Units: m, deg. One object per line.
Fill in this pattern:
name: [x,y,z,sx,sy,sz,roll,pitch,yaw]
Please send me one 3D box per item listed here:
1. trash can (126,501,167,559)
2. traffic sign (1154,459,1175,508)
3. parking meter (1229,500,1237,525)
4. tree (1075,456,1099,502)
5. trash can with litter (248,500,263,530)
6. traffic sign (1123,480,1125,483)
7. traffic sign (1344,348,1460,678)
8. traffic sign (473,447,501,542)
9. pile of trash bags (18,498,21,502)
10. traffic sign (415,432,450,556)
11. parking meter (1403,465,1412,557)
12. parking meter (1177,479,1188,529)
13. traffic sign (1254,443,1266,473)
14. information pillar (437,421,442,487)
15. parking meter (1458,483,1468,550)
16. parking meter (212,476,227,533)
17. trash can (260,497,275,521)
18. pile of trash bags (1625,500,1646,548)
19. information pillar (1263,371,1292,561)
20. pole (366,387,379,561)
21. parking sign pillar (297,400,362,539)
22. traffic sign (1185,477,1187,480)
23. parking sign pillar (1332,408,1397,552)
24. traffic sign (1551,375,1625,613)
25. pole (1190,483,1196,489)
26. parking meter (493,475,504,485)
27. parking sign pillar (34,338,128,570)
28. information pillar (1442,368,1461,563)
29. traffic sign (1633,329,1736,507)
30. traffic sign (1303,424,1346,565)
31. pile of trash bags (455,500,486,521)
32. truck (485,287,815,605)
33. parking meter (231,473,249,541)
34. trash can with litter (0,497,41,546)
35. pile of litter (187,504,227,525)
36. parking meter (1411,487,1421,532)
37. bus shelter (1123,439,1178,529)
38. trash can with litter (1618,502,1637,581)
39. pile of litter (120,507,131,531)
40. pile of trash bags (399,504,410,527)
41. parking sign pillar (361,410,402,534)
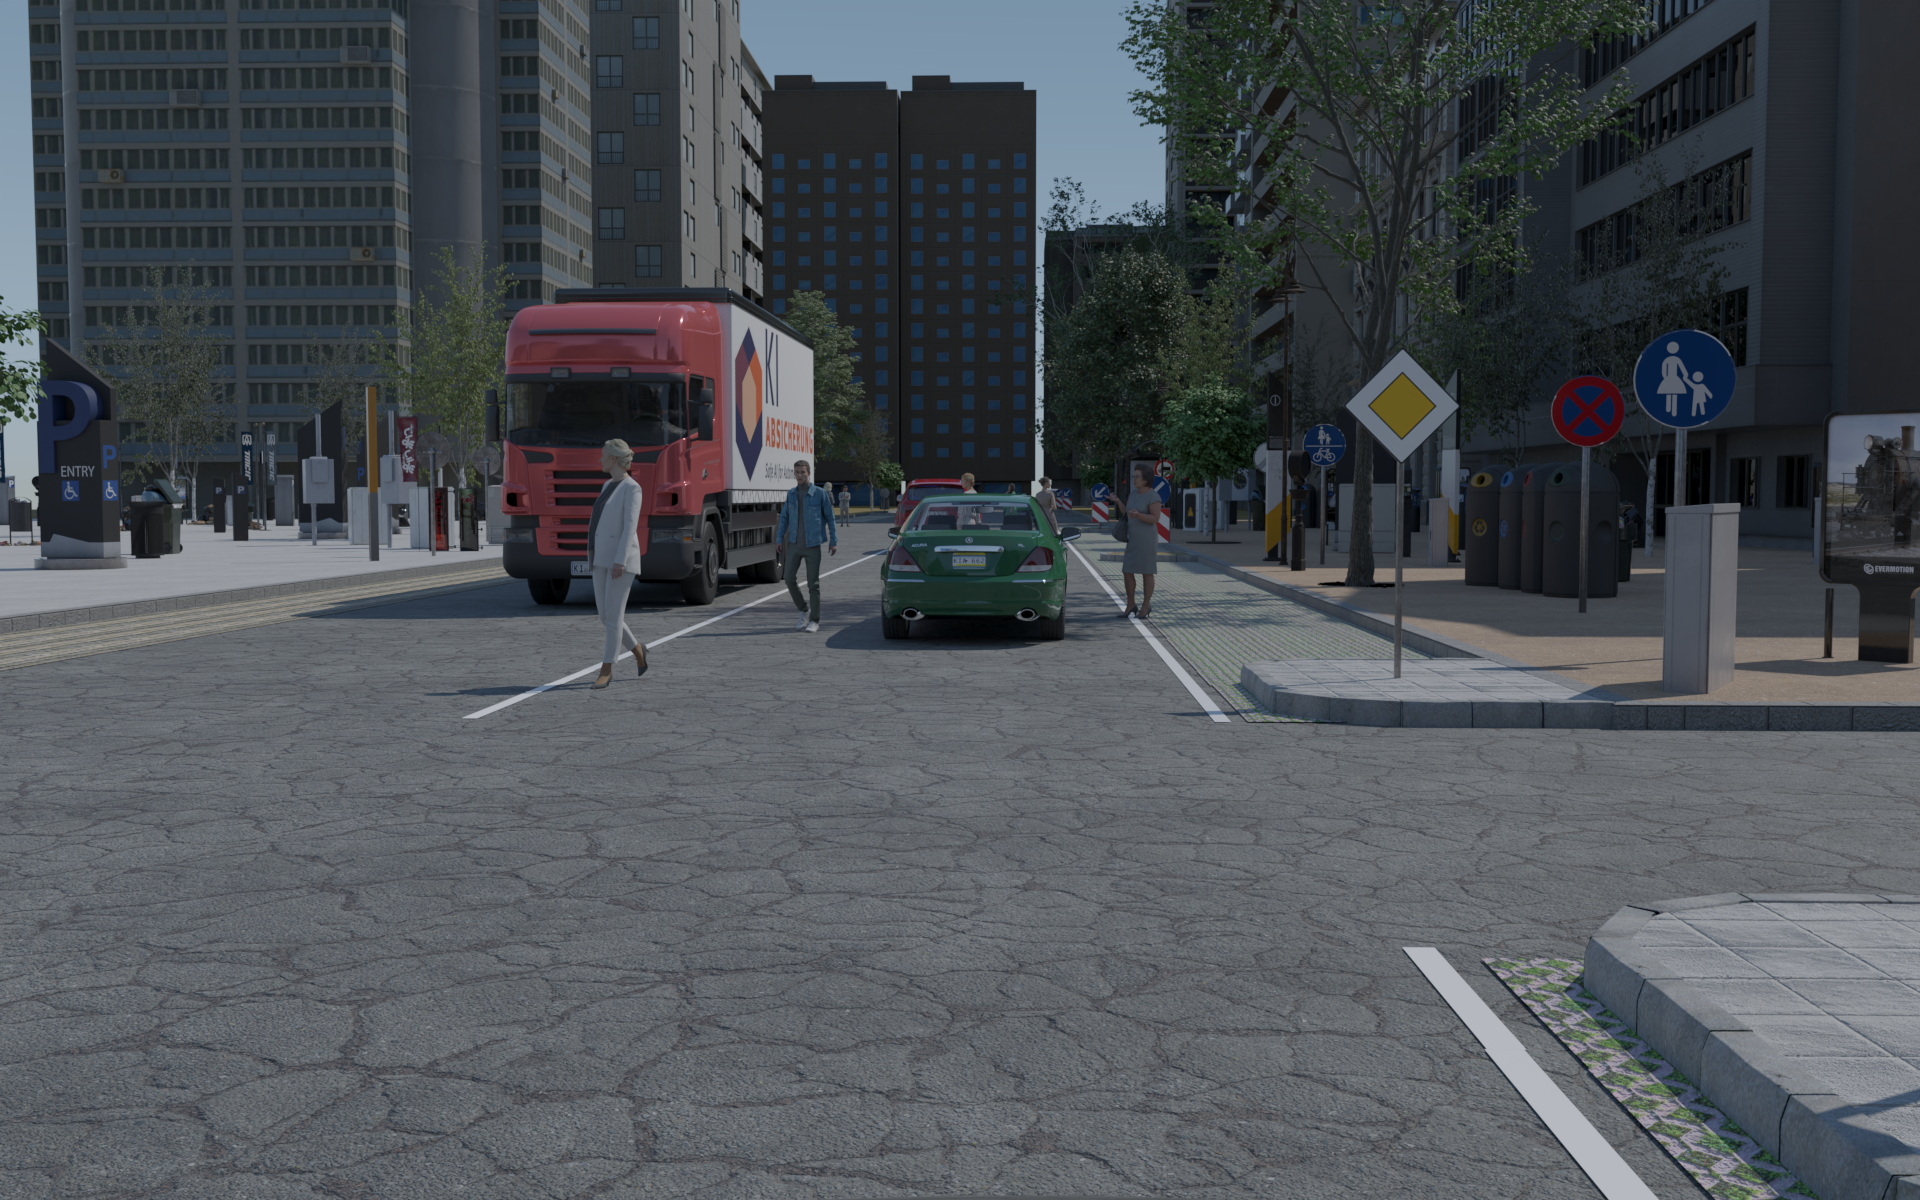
trash can: [-16.194,-1.398,34.505,0.748,1.137,0.748,0,3,0]
traffic sign: [7.414,-3.835,62.815,0.768,2.556,0.104,1,4,10]
parking meter: [11.429,-4.093,72.625,0.399,1.863,0.255,-1,4,-12]
tree: [10.691,-9.328,136.221,4.285,4.588,4.351,0,3,0]
trash can with litter: [-25.608,-3.129,62.546,1.055,1.170,0.624,2,4,28]
traffic sign: [8.592,-5.309,86.804,0.884,2.594,0.081,1,4,8]
traffic sign: [3.044,-0.511,12.004,0.795,2.450,0.064,0,4,2]
traffic sign: [-12.733,-2.844,46.611,0.768,2.556,0.104,1,4,9]
pile of trash bags: [-48.553,-4.753,87.462,1.912,1.369,3.447,0,4,-3]
traffic sign: [-10.894,-2.181,35.771,0.768,2.556,0.104,0,4,8]
parking meter: [9.028,-1.805,35.218,0.255,1.863,0.399,0,4,6]
parking meter: [8.147,-3.532,63.465,0.255,1.863,0.399,-2,4,-30]
traffic sign: [7.590,-2.595,42.541,0.768,2.556,0.104,1,4,11]
information pillar: [-16.708,-3.933,55.667,0.183,3.616,0.504,-1,4,-11]
parking meter: [11.608,-1.918,39.768,0.372,1.533,0.369,0,3,0]
parking meter: [-24.507,-3.159,57.353,0.399,1.863,0.255,-1,4,-18]
trash can: [-33.401,-4.400,83.585,0.748,1.137,0.748,0,3,0]
pile of trash bags: [15.095,-1.988,42.261,1.912,1.369,3.447,-2,4,-24]
information pillar: [6.056,-2.547,32.995,0.504,3.616,0.183,-1,4,-12]
pole: [-11.230,-2.401,33.107,0.158,3.312,0.155,0,3,0]
parking sign pillar: [-18.284,-3.745,49.706,1.447,3.967,1.447,0,4,4]
traffic sign: [9.229,-4.431,72.554,0.768,2.556,0.104,0,4,8]
parking sign pillar: [9.126,-3.085,38.920,1.447,3.967,1.447,1,4,20]
traffic sign: [6.734,-1.134,18.654,0.768,2.556,0.104,0,4,7]
pole: [8.268,-4.134,61.433,0.158,3.312,0.155,0,3,0]
parking meter: [-14.150,-2.908,53.257,0.255,1.863,0.399,-3,5,-44]
parking sign pillar: [-15.165,-2.526,29.771,1.447,3.967,1.447,1,4,15]
information pillar: [9.221,-2.518,32.520,0.183,3.616,0.504,-1,4,-15]
traffic sign: [5.600,-0.818,13.474,0.768,2.556,0.104,0,4,6]
traffic sign: [6.603,-1.919,31.475,0.768,2.556,0.104,0,4,7]
pile of trash bags: [-22.695,-4.450,82.511,1.912,1.369,3.447,-3,4,-37]
truck: [-4.176,-2.259,25.849,2.839,4.237,11.283,0,4,3]
parking meter: [-19.610,-2.539,47.221,0.399,1.863,0.255,-2,4,-35]
trash can with litter: [-23.778,-1.962,43.143,2.233,1.210,1.678,-1,4,-10]
pile of litter: [-31.448,-3.573,72.387,1.719,0.858,1.176,1,4,19]
parking meter: [15.247,-3.037,58.072,0.372,1.533,0.369,0,3,0]
bus shelter: [7.446,-4.462,66.872,2.014,3.302,5.546,0,4,2]
trash can with litter: [9.395,-0.863,25.494,0.624,1.170,1.055,-3,5,-39]
pile of litter: [-29.001,-2.807,59.863,1.176,0.858,1.719,2,4,30]
pile of trash bags: [-22.920,-3.574,68.180,1.912,1.369,3.447,-2,4,-31]
parking sign pillar: [-18.628,-4.092,55.377,1.447,3.967,1.447,2,4,31]
